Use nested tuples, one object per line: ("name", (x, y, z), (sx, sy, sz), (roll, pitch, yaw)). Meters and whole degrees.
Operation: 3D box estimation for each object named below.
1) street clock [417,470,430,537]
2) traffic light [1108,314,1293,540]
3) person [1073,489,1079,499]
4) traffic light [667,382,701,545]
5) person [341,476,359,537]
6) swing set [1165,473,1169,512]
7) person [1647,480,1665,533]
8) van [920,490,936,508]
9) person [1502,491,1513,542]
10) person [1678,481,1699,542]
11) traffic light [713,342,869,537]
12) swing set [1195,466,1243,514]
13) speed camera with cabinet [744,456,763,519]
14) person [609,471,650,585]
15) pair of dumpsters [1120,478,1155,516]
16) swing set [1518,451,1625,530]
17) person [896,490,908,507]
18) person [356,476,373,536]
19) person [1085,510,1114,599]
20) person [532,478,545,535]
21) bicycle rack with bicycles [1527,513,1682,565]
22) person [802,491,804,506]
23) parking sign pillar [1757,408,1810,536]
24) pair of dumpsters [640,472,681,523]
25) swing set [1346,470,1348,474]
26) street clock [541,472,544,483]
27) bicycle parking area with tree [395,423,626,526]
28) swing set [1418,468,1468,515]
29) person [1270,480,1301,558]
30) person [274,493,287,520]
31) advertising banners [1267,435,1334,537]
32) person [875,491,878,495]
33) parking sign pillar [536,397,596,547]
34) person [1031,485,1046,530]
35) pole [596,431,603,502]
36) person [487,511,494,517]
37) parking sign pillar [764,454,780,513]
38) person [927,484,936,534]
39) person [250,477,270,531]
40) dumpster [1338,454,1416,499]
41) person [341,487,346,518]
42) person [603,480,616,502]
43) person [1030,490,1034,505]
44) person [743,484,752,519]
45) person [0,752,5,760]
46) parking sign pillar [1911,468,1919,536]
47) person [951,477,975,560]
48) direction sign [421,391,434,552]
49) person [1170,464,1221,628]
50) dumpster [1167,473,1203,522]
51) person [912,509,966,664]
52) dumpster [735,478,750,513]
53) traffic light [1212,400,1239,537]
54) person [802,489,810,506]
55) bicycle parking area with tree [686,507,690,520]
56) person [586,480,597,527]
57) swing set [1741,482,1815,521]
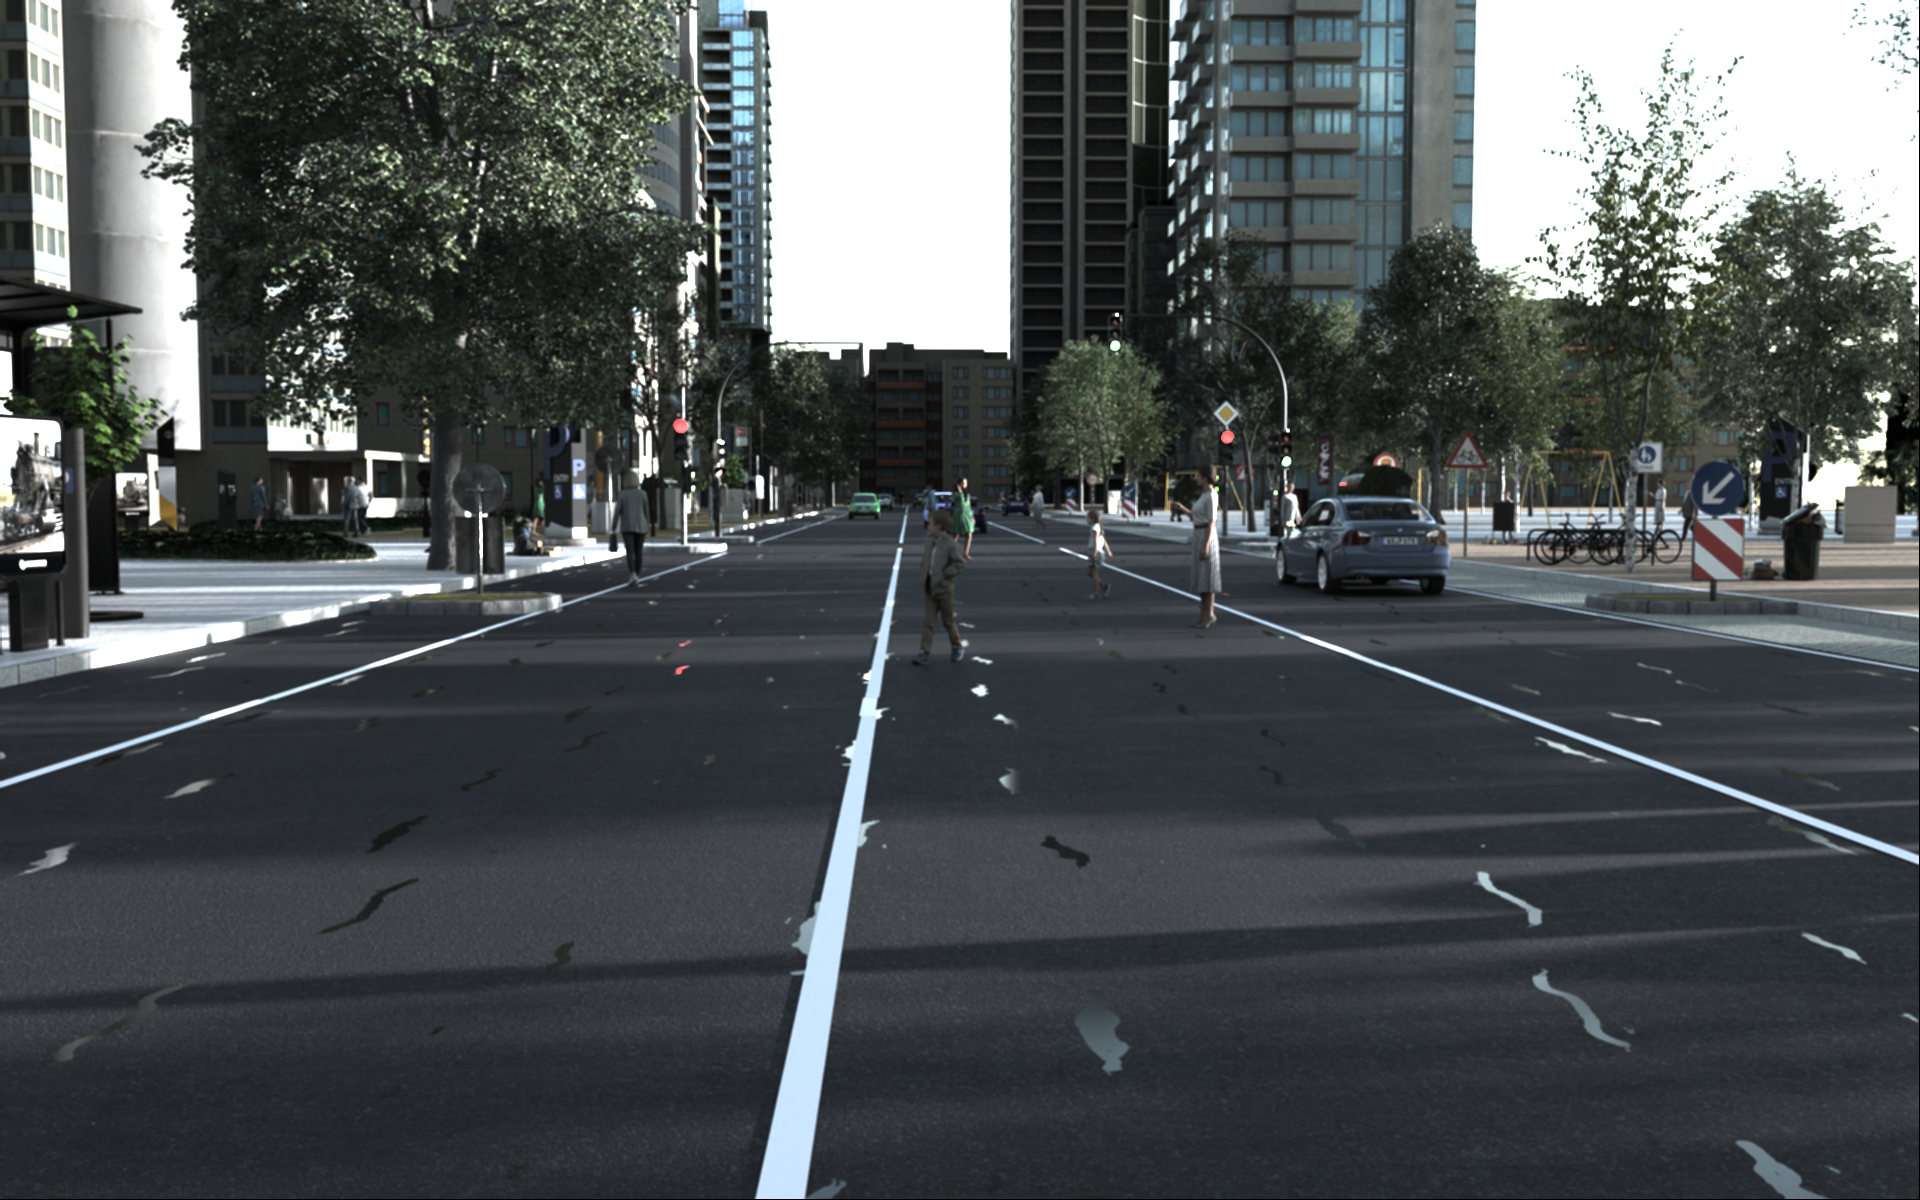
("street clock", (-15.830, -2.860, 51.335), (0.471, 2.002, 0.358), (-1, 4, -23))
("traffic light", (6.102, -4.234, 43.892), (4.771, 5.953, 1.251), (0, 4, -2))
("person", (12.061, -10.757, 181.887), (1.348, 1.831, 0.705), (3, 5, 41))
("traffic light", (-6.964, -3.347, 43.641), (0.839, 4.253, 0.868), (0, 4, -2))
("person", (-18.128, -2.760, 51.346), (0.590, 1.801, 0.661), (1, 4, 20))
("swing set", (16.432, -7.885, 126.546), (3.119, 2.851, 2.862), (0, 4, 2))
("person", (23.059, -3.099, 57.273), (0.524, 1.755, 0.480), (-1, 4, -8))
("van", (-3.086, -10.394, 176.958), (2.013, 2.044, 4.112), (0, 4, -1))
("person", (14.699, -2.162, 46.444), (0.503, 1.515, 0.523), (-1, 4, -19))
("person", (19.656, -2.320, 46.828), (0.834, 1.777, 0.661), (0, 4, -4))
("traffic light", (-5.107, -4.713, 51.718), (4.771, 5.953, 1.251), (0, 4, -2))
("swing set", (14.158, -6.081, 97.051), (2.862, 2.851, 3.119), (-1, 4, -17))
("speed camera with cabinet", (-11.081, -5.797, 89.121), (2.038, 3.252, 0.660), (2, 4, 33))
("person", (-5.253, -1.146, 27.416), (0.709, 1.800, 0.728), (-1, 4, -20))
("pair of dumpsters", (10.636, -6.180, 103.535), (1.574, 2.255, 4.437), (0, 4, -2))
("swing set", (22.305, -4.038, 63.638), (3.119, 2.851, 2.862), (0, 4, -7))
("person", (-6.710, -11.693, 199.304), (1.348, 1.869, 0.705), (1, 4, 15))
("person", (-18.230, -2.882, 53.012), (0.795, 1.843, 0.661), (2, 4, 33))
("person", (1.899, -0.618, 23.616), (0.382, 1.210, 0.505), (1, 4, 8))
("person", (-13.140, -2.919, 54.023), (0.529, 1.795, 0.600), (-2, 4, -24))
("bicycle rack with bicycles", (11.874, -1.146, 32.120), (2.925, 0.926, 2.852), (0, 4, 5))
("person", (-17.404, -11.443, 193.001), (0.709, 1.838, 0.599), (1, 4, 14))
("parking sign pillar", (25.468, -3.978, 53.509), (1.447, 3.967, 1.447), (-3, 5, -41))
("pair of dumpsters", (-13.147, -4.490, 75.911), (1.574, 2.255, 4.437), (0, 4, -1))
("swing set", (29.657, -7.773, 124.712), (2.862, 2.851, 3.119), (-2, 4, -25))
("street clock", (-12.165, -2.867, 51.438), (0.471, 2.002, 0.358), (-2, 4, -27))
("bicycle parking area with tree", (-19.011, -5.203, 72.067), (9.016, 4.147, 8.231), (2, 4, 23))
("swing set", (29.395, -6.619, 105.840), (3.119, 2.851, 2.862), (1, 4, 18))
("person", (7.182, -1.758, 37.987), (0.760, 1.731, 0.466), (1, 4, 17))
("person", (-23.877, -3.093, 60.885), (0.475, 1.303, 0.640), (0, 4, -1))
("advertising banners", (10.182, -3.401, 51.795), (2.074, 3.025, 0.090), (2, 4, 32))
("person", (-7.829, -9.411, 163.285), (0.541, 1.710, 0.530), (-1, 4, -12))
("parking sign pillar", (-9.778, -3.326, 42.849), (1.447, 3.967, 1.447), (-3, 5, -44))
("person", (3.192, -3.731, 69.722), (0.641, 1.798, 0.478), (-1, 4, -23))
("pole", (-11.642, -3.800, 55.967), (0.158, 3.312, 0.155), (0, 3, 0))
("person", (-24.864, -5.185, 91.039), (0.699, 1.804, 1.509), (1, 4, 14))
("parking sign pillar", (-12.626, -7.758, 115.323), (1.447, 3.967, 1.447), (3, 4, 37))
("person", (-0.992, -3.273, 62.363), (0.444, 1.785, 0.601), (1, 4, 18))
("person", (-21.961, -2.941, 54.146), (0.581, 1.822, 0.654), (1, 4, 22))
("dumpster", (10.311, -2.467, 42.830), (1.502, 2.255, 1.985), (0, 4, -1))
("person", (-21.156, -3.125, 59.737), (0.503, 1.515, 0.523), (1, 4, 15))
("person", (-12.661, -3.426, 62.246), (0.709, 1.800, 0.728), (3, 4, 37))
("person", (8.322, -11.711, 198.233), (0.721, 1.735, 1.217), (-2, 4, -34))
("person", (-10.806, -4.953, 87.120), (0.778, 1.811, 0.616), (0, 4, -5))
("person", (-5.441, -0.028, 9.139), (0.537, 1.800, 0.526), (0, 4, 5))
("parking sign pillar", (29.718, -3.915, 52.482), (1.447, 3.967, 1.447), (-1, 4, -21))
("person", (0.025, -1.747, 37.310), (0.529, 1.795, 0.600), (3, 5, 40))
("direction sign", (-11.624, -2.820, 38.101), (0.379, 3.537, 0.876), (0, 4, 6))
("person", (2.540, -0.582, 18.586), (0.524, 1.755, 0.480), (0, 4, -6))
("dumpster", (10.429, -4.736, 79.928), (1.502, 2.255, 1.985), (0, 4, -2))
("person", (-0.155, -0.118, 14.709), (0.475, 1.303, 0.640), (2, 4, 31))
("dumpster", (-12.413, -5.794, 97.220), (1.502, 2.255, 1.985), (0, 4, -2))
("traffic light", (7.959, -3.863, 52.076), (0.839, 4.253, 0.868), (0, 4, -2))
("person", (-16.617, -10.948, 184.984), (1.348, 1.831, 0.705), (-2, 4, -33))
("bicycle parking area with tree", (-17.427, -5.968, 84.586), (9.016, 4.147, 8.231), (2, 4, 27))
("person", (-14.266, -3.713, 66.852), (0.635, 1.810, 0.391), (-2, 4, -32))
("swing set", (36.738, -4.888, 77.538), (2.862, 2.851, 3.119), (2, 4, 35))
